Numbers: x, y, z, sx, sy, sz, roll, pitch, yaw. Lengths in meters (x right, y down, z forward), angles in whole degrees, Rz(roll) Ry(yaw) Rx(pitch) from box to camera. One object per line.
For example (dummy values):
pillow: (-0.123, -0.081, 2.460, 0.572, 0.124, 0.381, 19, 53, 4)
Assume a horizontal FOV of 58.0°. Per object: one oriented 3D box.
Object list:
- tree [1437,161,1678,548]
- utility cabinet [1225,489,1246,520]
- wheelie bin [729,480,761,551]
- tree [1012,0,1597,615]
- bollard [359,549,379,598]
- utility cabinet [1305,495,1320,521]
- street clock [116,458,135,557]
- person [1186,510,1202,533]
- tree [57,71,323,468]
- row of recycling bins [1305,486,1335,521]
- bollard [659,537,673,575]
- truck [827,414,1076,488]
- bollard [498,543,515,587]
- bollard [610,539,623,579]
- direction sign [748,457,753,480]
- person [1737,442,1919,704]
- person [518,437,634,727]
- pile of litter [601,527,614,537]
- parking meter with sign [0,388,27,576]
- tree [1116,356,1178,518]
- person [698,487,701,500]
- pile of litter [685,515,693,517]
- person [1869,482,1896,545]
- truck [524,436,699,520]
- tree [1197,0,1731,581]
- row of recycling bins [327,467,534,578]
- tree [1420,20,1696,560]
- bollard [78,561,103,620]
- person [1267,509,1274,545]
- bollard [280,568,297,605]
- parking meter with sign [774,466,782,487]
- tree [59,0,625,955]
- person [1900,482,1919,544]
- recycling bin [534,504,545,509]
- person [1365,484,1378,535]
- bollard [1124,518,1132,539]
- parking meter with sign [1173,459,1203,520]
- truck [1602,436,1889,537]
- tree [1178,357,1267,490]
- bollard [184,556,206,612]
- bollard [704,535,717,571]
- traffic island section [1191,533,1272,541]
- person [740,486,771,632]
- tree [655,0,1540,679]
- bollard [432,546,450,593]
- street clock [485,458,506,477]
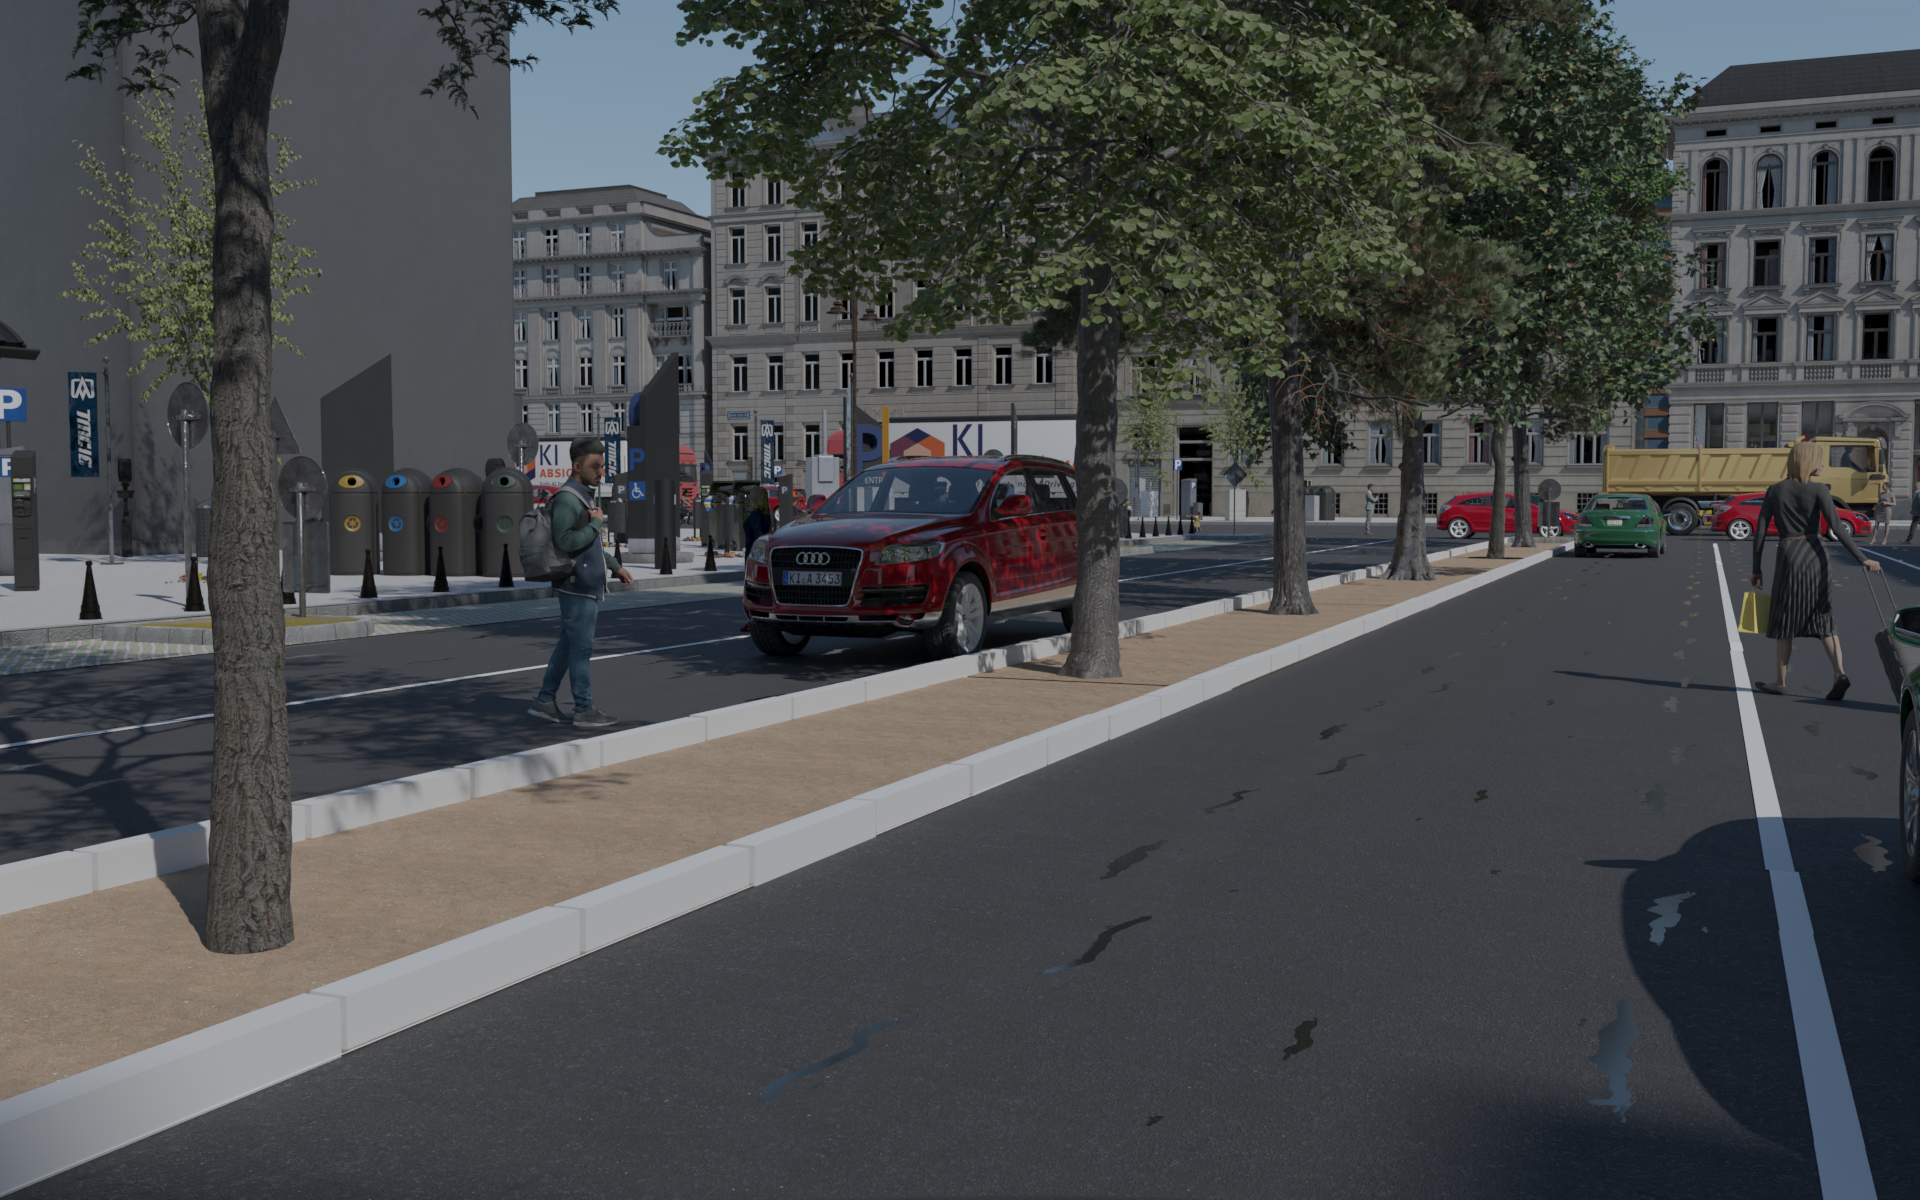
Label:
tree: (14.993, -8.341, 46.251, 7.806, 13.903, 7.818, 0, 3, 0)
utility cabinet: (13.224, -4.559, 83.218, 1.173, 1.500, 0.318, -3, 5, -40)
wheelie bin: (-4.758, -1.902, 39.009, 0.980, 1.594, 0.693, -2, 4, -30)
tree: (3.854, -5.858, 20.286, 6.751, 12.117, 7.091, 0, 3, 0)
bollard: (-7.318, -0.329, 21.423, 0.229, 0.601, 0.229, 0, 3, 0)
utility cabinet: (16.696, -4.351, 82.297, 0.306, 1.237, 1.020, -1, 4, -18)
street clock: (-16.948, -1.873, 35.192, 0.358, 2.002, 0.471, -2, 4, -30)
person: (8.717, -2.937, 64.450, 0.347, 0.859, 0.695, -3, 4, -36)
tree: (-13.021, -4.878, 30.116, 4.737, 8.622, 4.395, 0, 3, 0)
row of recycling bins: (17.265, -4.759, 84.925, 1.069, 1.692, 3.534, -1, 4, -19)
bollard: (-4.682, -0.705, 27.569, 0.229, 0.601, 0.229, 0, 3, 0)
truck: (-0.197, -4.562, 63.509, 11.283, 4.237, 2.839, 1, 4, 23)
bollard: (-6.262, -0.480, 23.884, 0.229, 0.601, 0.229, 0, 3, 0)
bollard: (-5.208, -0.630, 26.337, 0.229, 0.601, 0.229, 0, 3, 0)
direction sign: (-12.764, -6.945, 105.546, 0.379, 3.537, 0.876, 1, 4, 9)
person: (6.046, -0.193, 11.872, 0.699, 1.804, 1.509, -1, 4, -13)
person: (-2.351, -0.112, 10.672, 0.721, 1.781, 0.623, -1, 4, -17)
pile of litter: (-11.204, -2.349, 52.375, 1.719, 0.858, 1.176, 1, 4, 10)
parking meter with sign: (-15.237, -1.926, 27.744, 0.543, 3.016, 1.738, -2, 4, -27)
tree: (9.988, -8.623, 91.351, 4.737, 8.622, 4.395, 0, 3, 0)
person: (-11.764, -4.266, 78.978, 0.376, 1.734, 0.841, -3, 4, -38)
pile of litter: (-15.343, -5.134, 97.907, 1.176, 0.858, 1.719, -1, 4, -23)
person: (26.121, -2.458, 49.031, 0.374, 1.781, 0.599, -2, 4, -35)
truck: (-17.730, -5.922, 85.746, 11.283, 4.237, 2.839, 1, 4, 23)
tree: (7.563, -6.678, 28.656, 9.611, 12.733, 9.660, 0, 3, 0)
row of recycling bins: (-8.340, -1.234, 27.291, 3.534, 1.692, 1.069, 1, 4, 14)
tree: (11.838, -6.689, 37.577, 9.928, 11.665, 9.643, 0, 3, 0)
bollard: (-8.909, -0.103, 17.731, 0.229, 0.601, 0.229, 0, 3, 0)
person: (8.967, -2.434, 48.688, 0.834, 1.777, 0.661, -1, 4, -16)
bollard: (-7.853, -0.253, 20.183, 0.229, 0.601, 0.229, 0, 3, 0)
parking meter with sign: (-11.103, -6.680, 105.477, 0.543, 3.016, 1.738, 0, 4, -6)
tree: (-2.096, -4.197, 5.484, 8.767, 10.594, 7.601, 2, 4, 23)
person: (27.209, -2.470, 49.288, 0.834, 1.777, 0.661, 1, 4, 22)
recycling bin: (-11.207, -2.000, 45.253, 0.722, 1.027, 0.722, -1, 4, -11)
person: (14.531, -3.209, 61.146, 0.466, 1.800, 0.511, 0, 4, -2)
bollard: (4.834, -2.058, 49.690, 0.229, 0.601, 0.229, 0, 3, 0)
parking meter with sign: (11.305, -5.466, 85.638, 0.543, 3.016, 1.738, -3, 4, -36)
truck: (27.313, -3.888, 59.487, 9.791, 3.379, 3.469, 1, 4, 22)
tree: (14.488, -8.564, 90.386, 4.737, 8.622, 4.395, 0, 3, 0)
bollard: (-8.382, -0.178, 18.957, 0.229, 0.601, 0.229, 0, 3, 0)
bollard: (-4.151, -0.780, 28.794, 0.229, 0.601, 0.229, 0, 3, 0)
traffic island section: (8.604, -1.970, 54.494, 2.009, 0.180, 2.903, 2, 4, 23)
person: (-2.011, -0.423, 17.965, 0.613, 1.512, 0.480, 0, 4, 7)
tree: (1.119, -5.689, 13.603, 7.486, 12.596, 7.792, 0, 3, 0)
bollard: (-6.792, -0.404, 22.652, 0.229, 0.601, 0.229, 0, 3, 0)
street clock: (-9.398, -1.867, 35.088, 0.358, 2.002, 0.471, 1, 4, 12)
